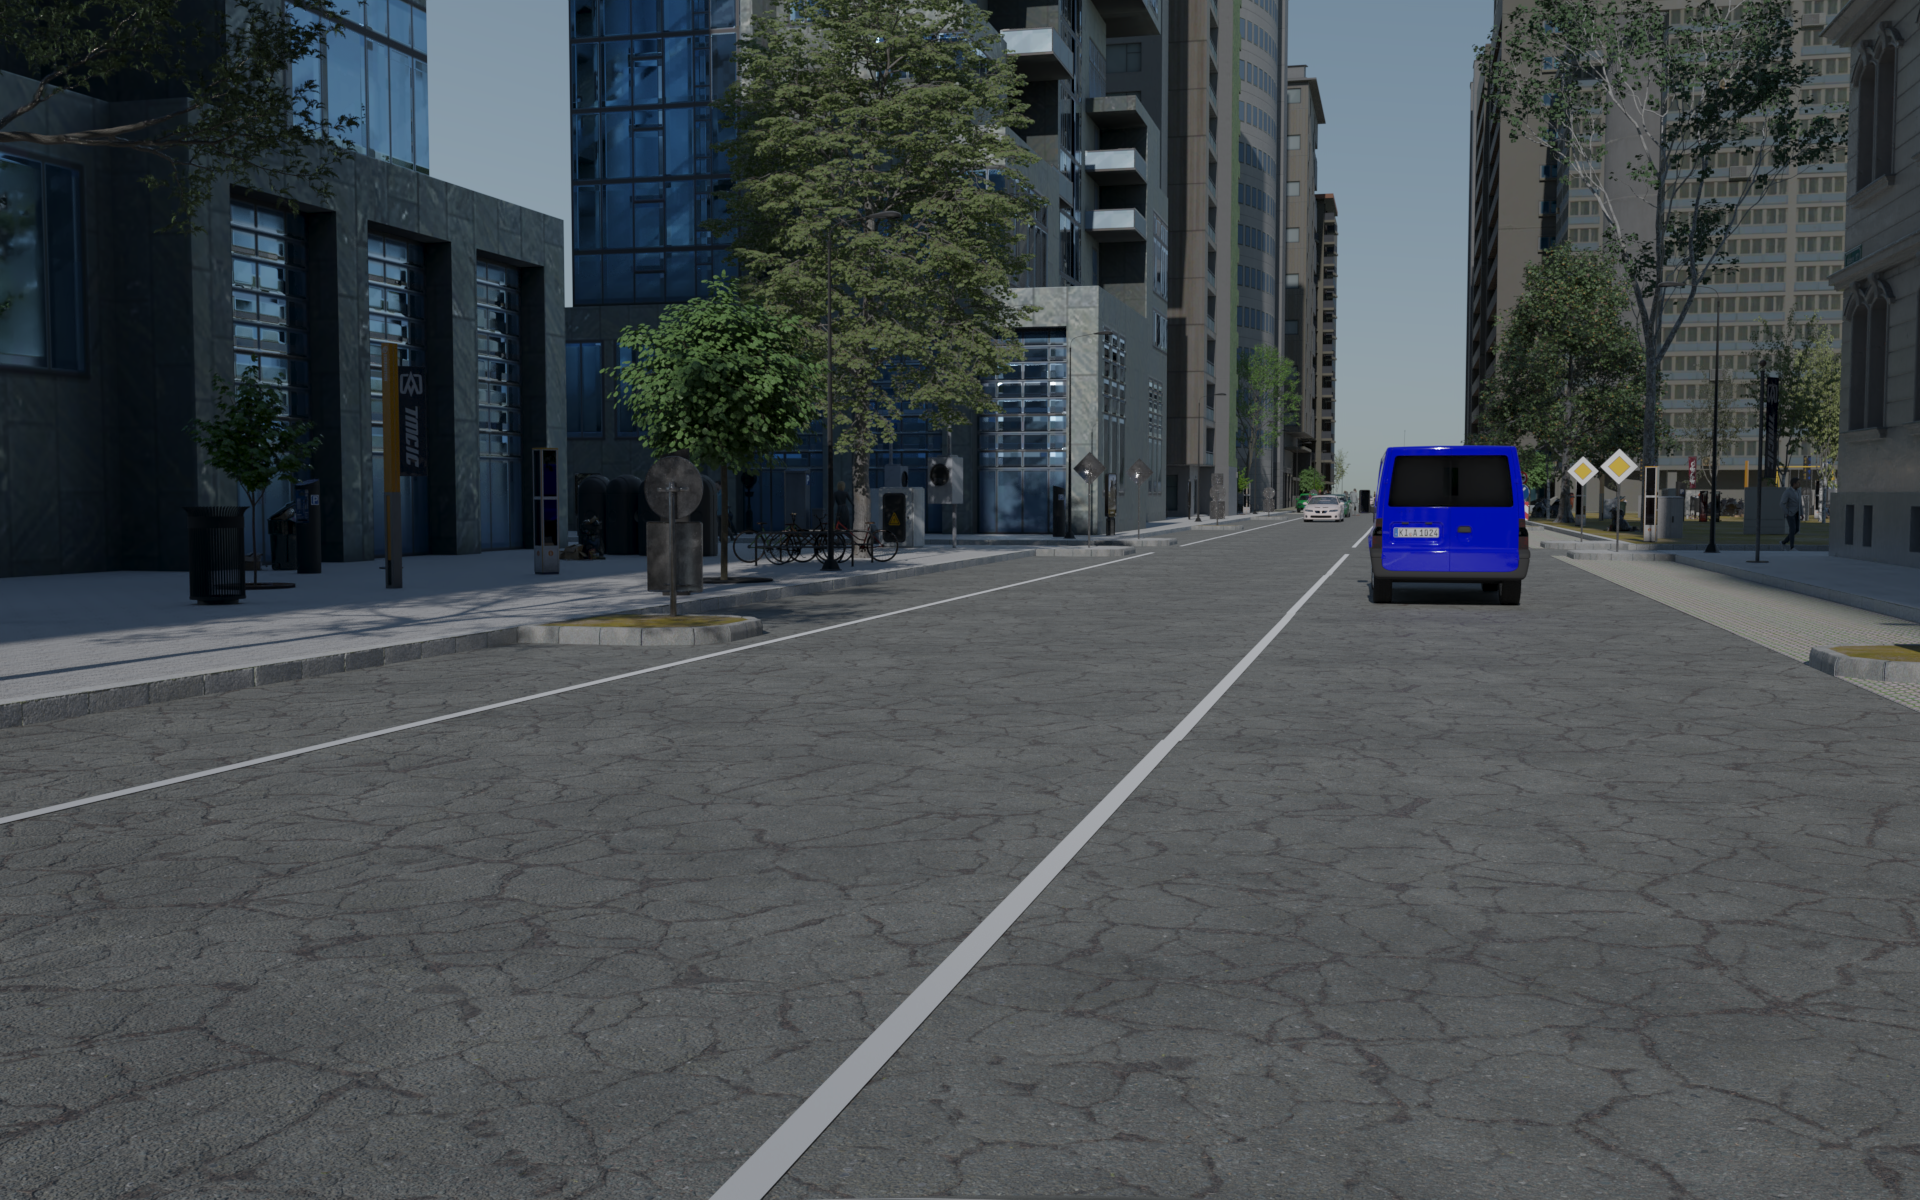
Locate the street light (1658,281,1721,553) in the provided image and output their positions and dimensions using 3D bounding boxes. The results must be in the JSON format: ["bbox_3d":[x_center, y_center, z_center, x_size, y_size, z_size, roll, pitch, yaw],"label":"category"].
[{"bbox_3d":[15.943,-3.996,37.879,1.470,5.913,1.316,1,4,14],"label":"street light"}]

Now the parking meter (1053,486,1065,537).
[{"bbox_3d":[2.963,-2.655,51.820,0.372,1.533,0.369,0,3,0],"label":"parking meter"}]

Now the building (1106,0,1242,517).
[{"bbox_3d":[8.319,-25.413,99.102,14.154,41.232,14.086,1,4,14],"label":"building"}]

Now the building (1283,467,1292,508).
[{"bbox_3d":[20.502,-44.198,160.896,20.563,71.187,20.611,1,4,14],"label":"building"}]

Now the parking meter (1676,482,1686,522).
[{"bbox_3d":[33.550,-4.585,80.673,0.399,1.863,0.255,-1,4,-13],"label":"parking meter"}]

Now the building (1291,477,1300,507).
[{"bbox_3d":[19.852,-30.159,184.985,32.217,40.220,23.993,1,4,14],"label":"building"}]

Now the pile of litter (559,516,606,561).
[{"bbox_3d":[-7.506,-1.230,34.079,1.176,0.858,1.719,0,4,2],"label":"pile of litter"}]

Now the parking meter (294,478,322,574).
[{"bbox_3d":[-10.520,-1.195,27.954,0.372,1.533,0.369,0,3,0],"label":"parking meter"}]

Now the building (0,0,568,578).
[{"bbox_3d":[-27.081,-43.966,31.513,31.000,86.520,22.319,1,4,14],"label":"building"}]

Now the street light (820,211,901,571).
[{"bbox_3d":[-1.643,-3.436,28.714,1.470,5.913,1.316,1,4,14],"label":"street light"}]

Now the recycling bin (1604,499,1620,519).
[{"bbox_3d":[33.403,-4.665,88.831,0.722,1.027,0.722,2,4,29],"label":"recycling bin"}]

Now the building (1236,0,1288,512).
[{"bbox_3d":[14.386,-36.434,137.694,21.231,58.520,28.212,1,4,14],"label":"building"}]

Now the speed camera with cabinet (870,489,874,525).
[{"bbox_3d":[-2.191,-3.603,53.243,0.660,3.252,2.038,1,4,18],"label":"speed camera with cabinet"}]

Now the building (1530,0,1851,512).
[{"bbox_3d":[58.549,-26.867,131.158,32.217,40.220,23.993,1,4,14],"label":"building"}]

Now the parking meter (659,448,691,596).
[{"bbox_3d":[-3.623,-0.993,21.939,0.399,1.863,0.255,0,4,-5],"label":"parking meter"}]

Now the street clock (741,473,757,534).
[{"bbox_3d":[-6.716,-3.094,55.158,0.471,2.002,0.358,1,4,19],"label":"street clock"}]

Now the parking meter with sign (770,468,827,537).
[{"bbox_3d":[-4.840,-3.381,51.542,1.738,3.016,0.543,1,4,14],"label":"parking meter with sign"}]

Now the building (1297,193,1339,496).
[{"bbox_3d":[42.332,-36.275,247.727,22.147,44.769,28.867,1,4,14],"label":"building"}]

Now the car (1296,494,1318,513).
[{"bbox_3d":[26.781,-7.597,133.001,1.959,1.807,4.718,1,4,12],"label":"car"}]

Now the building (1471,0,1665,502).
[{"bbox_3d":[64.027,-33.853,177.206,21.300,48.544,21.600,1,4,14],"label":"building"}]

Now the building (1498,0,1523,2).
[{"bbox_3d":[58.907,-32.520,155.411,21.300,48.544,21.600,1,4,14],"label":"building"}]

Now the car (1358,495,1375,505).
[{"bbox_3d":[52.399,-12.898,223.240,2.083,1.381,4.827,1,4,14],"label":"car"}]

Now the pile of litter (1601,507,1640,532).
[{"bbox_3d":[22.882,-2.803,59.787,1.176,0.858,1.719,0,4,-2],"label":"pile of litter"}]

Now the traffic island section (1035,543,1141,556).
[{"bbox_3d":[3.054,-1.163,41.302,2.009,0.180,2.903,1,4,14],"label":"traffic island section"}]

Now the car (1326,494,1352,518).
[{"bbox_3d":[23.097,-5.809,106.778,2.131,1.459,4.920,1,4,15],"label":"car"}]

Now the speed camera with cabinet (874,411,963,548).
[{"bbox_3d":[-0.947,-2.874,41.325,2.038,3.252,0.660,2,4,29],"label":"speed camera with cabinet"}]

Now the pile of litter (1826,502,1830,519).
[{"bbox_3d":[45.591,-4.683,90.527,1.719,0.858,1.176,-1,4,-22],"label":"pile of litter"}]

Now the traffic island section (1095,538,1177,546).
[{"bbox_3d":[5.038,-1.636,49.037,2.009,0.180,2.903,1,4,14],"label":"traffic island section"}]

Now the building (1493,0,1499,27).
[{"bbox_3d":[72.417,-47.070,207.850,20.563,71.187,20.611,1,4,14],"label":"building"}]

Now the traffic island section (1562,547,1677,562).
[{"bbox_3d":[14.573,-0.983,38.354,2.009,0.180,2.903,1,4,14],"label":"traffic island section"}]

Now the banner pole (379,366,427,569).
[{"bbox_3d":[-9.571,-2.431,29.767,0.863,3.779,0.401,-2,4,-25],"label":"banner pole"}]

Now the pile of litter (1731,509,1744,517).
[{"bbox_3d":[43.741,-5.019,96.031,1.176,0.858,1.719,-3,5,-43],"label":"pile of litter"}]

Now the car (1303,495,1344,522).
[{"bbox_3d":[18.758,-4.699,89.185,2.083,1.381,4.827,1,4,16],"label":"car"}]

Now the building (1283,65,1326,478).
[{"bbox_3d":[31.115,-38.609,220.494,28.713,52.752,27.495,1,4,14],"label":"building"}]

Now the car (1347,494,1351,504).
[{"bbox_3d":[51.799,-13.505,230.589,2.009,1.686,4.222,1,4,15],"label":"car"}]

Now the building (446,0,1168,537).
[{"bbox_3d":[-2.688,-46.262,69.063,22.319,86.520,31.000,1,4,14],"label":"building"}]

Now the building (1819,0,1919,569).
[{"bbox_3d":[21.343,-14.404,22.896,14.401,28.519,23.554,1,4,14],"label":"building"}]

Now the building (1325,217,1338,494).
[{"bbox_3d":[50.776,-37.775,267.739,14.600,45.320,14.200,1,4,14],"label":"building"}]

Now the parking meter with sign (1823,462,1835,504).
[{"bbox_3d":[47.476,-5.970,93.871,1.738,3.016,0.543,-2,4,-24],"label":"parking meter with sign"}]

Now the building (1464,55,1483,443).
[{"bbox_3d":[78.782,-42.187,231.762,21.231,58.520,28.212,1,4,14],"label":"building"}]

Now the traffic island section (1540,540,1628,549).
[{"bbox_3d":[16.557,-1.456,46.090,2.009,0.180,2.903,1,4,14],"label":"traffic island section"}]

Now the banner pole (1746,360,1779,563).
[{"bbox_3d":[15.143,-2.600,32.525,0.863,3.779,0.401,-3,4,-38],"label":"banner pole"}]
